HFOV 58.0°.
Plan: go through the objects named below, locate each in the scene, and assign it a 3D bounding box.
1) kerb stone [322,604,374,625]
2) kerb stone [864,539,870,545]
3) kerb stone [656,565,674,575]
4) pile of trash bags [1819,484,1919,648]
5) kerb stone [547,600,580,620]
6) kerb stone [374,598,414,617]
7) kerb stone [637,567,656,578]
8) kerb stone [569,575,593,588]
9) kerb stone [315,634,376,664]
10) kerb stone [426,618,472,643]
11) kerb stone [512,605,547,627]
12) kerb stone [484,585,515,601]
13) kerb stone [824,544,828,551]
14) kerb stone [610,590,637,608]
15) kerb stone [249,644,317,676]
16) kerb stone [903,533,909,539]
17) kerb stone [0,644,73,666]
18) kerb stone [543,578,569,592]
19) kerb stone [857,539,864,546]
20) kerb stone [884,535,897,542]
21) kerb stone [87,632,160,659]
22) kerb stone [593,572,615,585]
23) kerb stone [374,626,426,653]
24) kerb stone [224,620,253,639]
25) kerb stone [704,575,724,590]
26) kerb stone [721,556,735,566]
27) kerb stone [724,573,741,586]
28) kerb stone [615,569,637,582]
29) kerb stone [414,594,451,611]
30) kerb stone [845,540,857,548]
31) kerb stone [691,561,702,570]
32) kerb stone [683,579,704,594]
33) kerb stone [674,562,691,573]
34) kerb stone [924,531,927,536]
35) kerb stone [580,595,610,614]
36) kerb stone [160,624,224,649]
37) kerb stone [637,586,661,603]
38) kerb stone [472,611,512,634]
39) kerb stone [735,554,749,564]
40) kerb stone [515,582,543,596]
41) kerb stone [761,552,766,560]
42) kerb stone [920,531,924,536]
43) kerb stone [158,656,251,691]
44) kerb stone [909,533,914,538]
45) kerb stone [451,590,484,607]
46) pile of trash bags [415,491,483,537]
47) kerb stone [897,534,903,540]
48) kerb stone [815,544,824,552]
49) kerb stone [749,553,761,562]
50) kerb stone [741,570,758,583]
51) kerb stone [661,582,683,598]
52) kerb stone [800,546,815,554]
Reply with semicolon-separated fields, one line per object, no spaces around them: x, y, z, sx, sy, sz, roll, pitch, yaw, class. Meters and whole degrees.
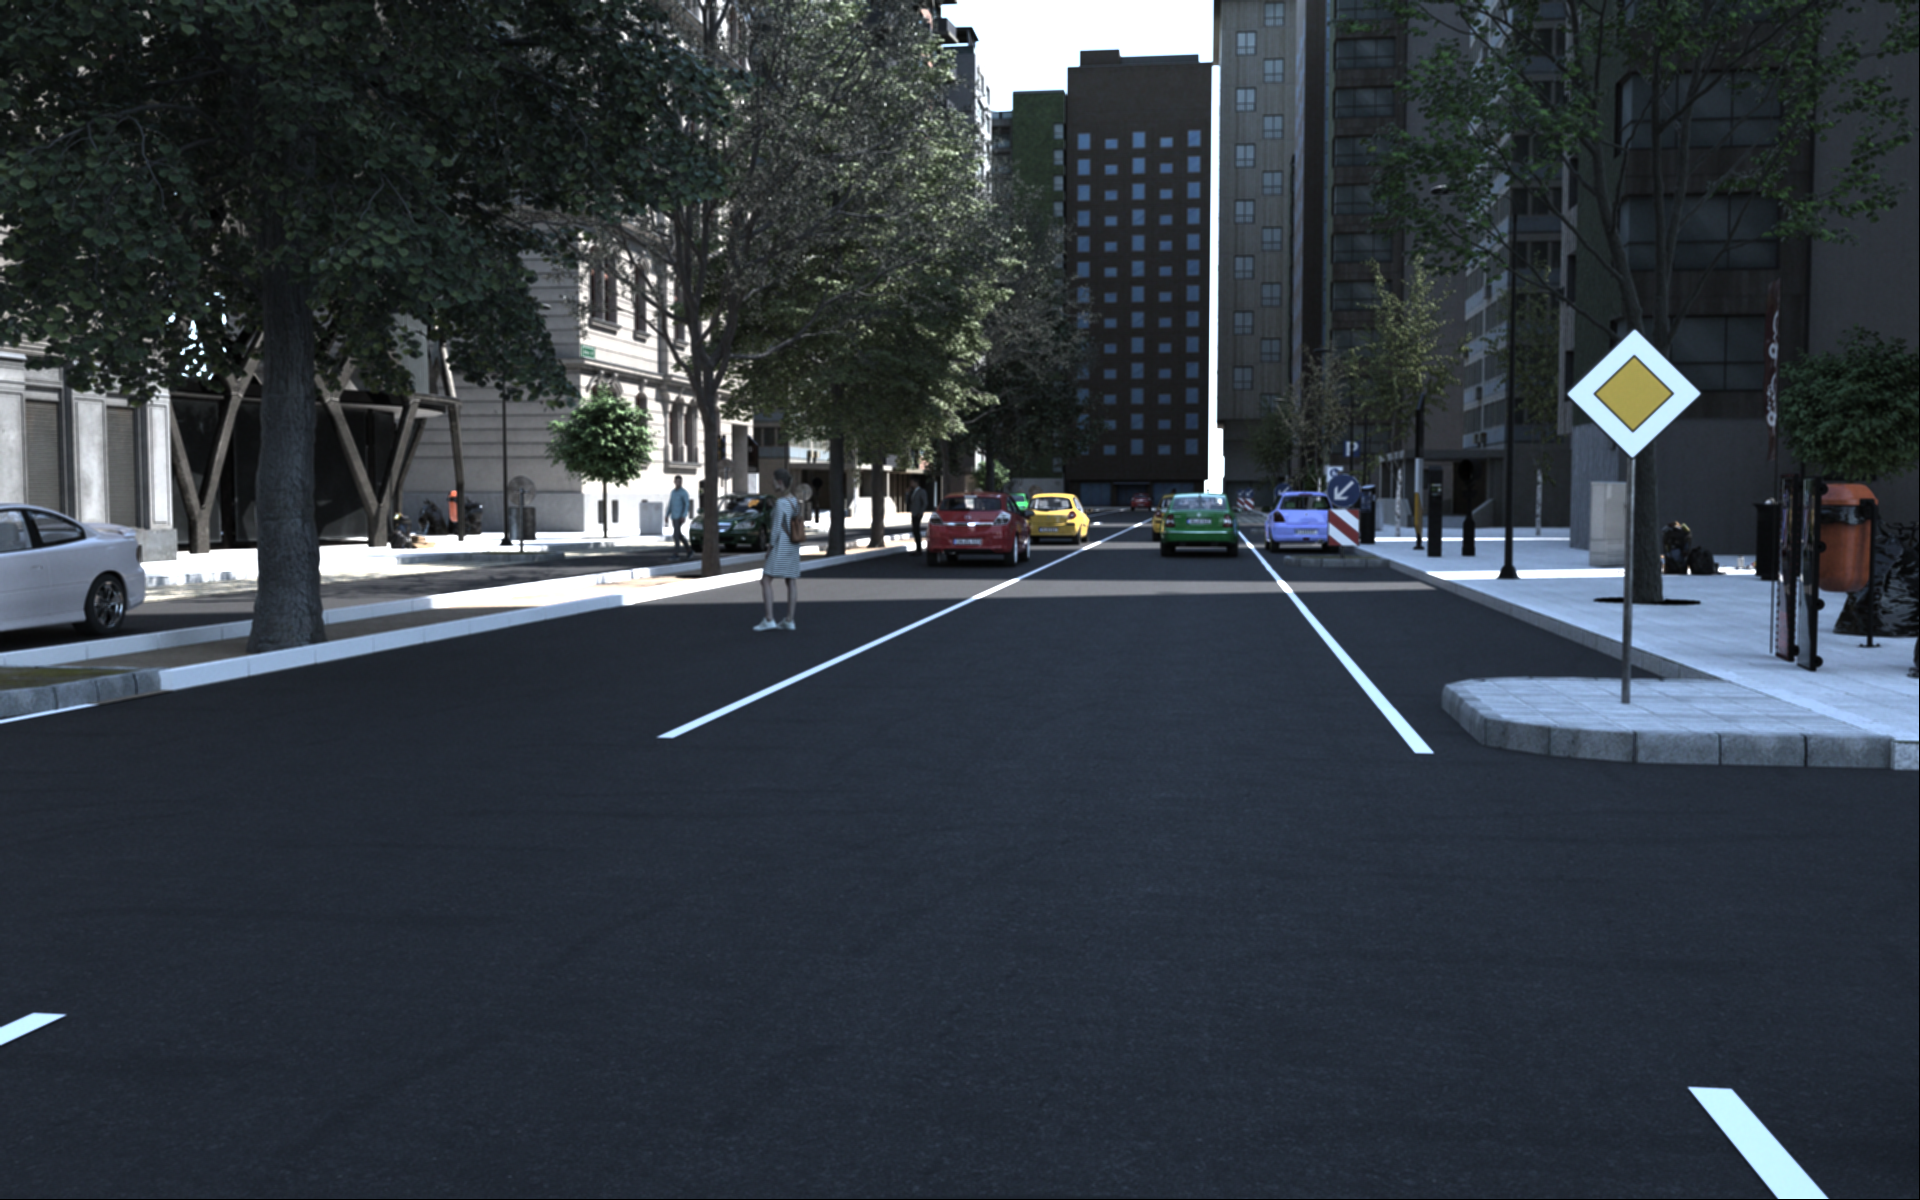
-6.906;0.167;19.463;0.120;0.150;1.000;0;4;8;kerb stone
-2.723;-1.629;48.875;0.120;0.150;1.000;0;4;8;kerb stone
-5.316;-0.514;30.630;0.120;0.150;1.000;0;4;8;kerb stone
8.727;-0.348;15.450;3.447;1.369;1.912;-2;4;-31;pile of trash bags
-4.686;0.124;20.162;0.120;0.150;1.000;0;4;8;kerb stone
-6.766;0.107;20.478;0.120;0.150;1.000;0;4;8;kerb stone
-5.465;-0.453;29.609;0.120;0.150;1.000;0;4;8;kerb stone
-5.904;-0.264;26.563;0.120;0.150;1.000;0;4;8;kerb stone
-5.409;0.434;15.094;0.120;0.150;1.000;0;4;8;kerb stone
-5.121;0.310;17.123;0.120;0.150;1.000;0;4;8;kerb stone
-4.836;0.189;19.148;0.120;0.150;1.000;0;4;8;kerb stone
-6.332;-0.076;23.514;0.120;0.150;1.000;0;4;8;kerb stone
-3.446;-1.322;43.807;0.120;0.150;1.000;0;4;8;kerb stone
-4.399;0.000;22.192;0.120;0.150;1.000;0;4;8;kerb stone
-5.558;0.498;14.083;0.120;0.150;1.000;0;4;8;kerb stone
-1.854;-2.003;54.974;0.120;0.150;1.000;0;4;8;kerb stone
-7.630;0.478;14.382;0.120;0.150;1.000;0;4;8;kerb stone
-6.041;-0.205;25.549;0.120;0.150;1.000;0;4;8;kerb stone
-2.867;-1.570;47.863;0.120;0.150;1.000;0;4;8;kerb stone
-2.150;-1.881;52.949;0.120;0.150;1.000;0;4;8;kerb stone
-7.493;0.416;15.402;0.120;0.150;1.000;0;4;8;kerb stone
-5.756;-0.329;27.574;0.120;0.150;1.000;0;4;8;kerb stone
-5.270;0.372;16.107;0.120;0.150;1.000;0;4;8;kerb stone
-7.196;0.291;17.435;0.120;0.150;1.000;0;4;8;kerb stone
-3.818;-0.248;26.253;0.120;0.150;1.000;0;4;8;kerb stone
-4.743;-0.759;34.680;0.120;0.150;1.000;0;4;8;kerb stone
-3.678;-0.310;27.266;0.120;0.150;1.000;0;4;8;kerb stone
-5.602;-0.391;28.591;0.120;0.150;1.000;0;4;8;kerb stone
-6.621;0.043;21.490;0.120;0.150;1.000;0;4;8;kerb stone
-3.011;-1.508;46.849;0.120;0.150;1.000;0;4;8;kerb stone
-5.033;-0.636;32.655;0.120;0.150;1.000;0;4;8;kerb stone
-3.972;-0.186;25.240;0.120;0.150;1.000;0;4;8;kerb stone
-5.175;-0.572;31.643;0.120;0.150;1.000;0;4;8;kerb stone
-1.269;-2.253;59.025;0.120;0.150;1.000;0;4;8;kerb stone
-4.546;0.062;21.179;0.120;0.150;1.000;0;4;8;kerb stone
-7.342;0.353;16.423;0.120;0.150;1.000;0;4;8;kerb stone
-4.261;-0.062;23.205;0.120;0.150;1.000;0;4;8;kerb stone
-4.974;0.248;18.135;0.120;0.150;1.000;0;4;8;kerb stone
-4.594;-0.825;35.692;0.120;0.150;1.000;0;4;8;kerb stone
-6.192;-0.141;24.530;0.120;0.150;1.000;0;4;8;kerb stone
-4.309;-0.949;37.717;0.120;0.150;1.000;0;4;8;kerb stone
-1.422;-2.186;58.015;0.120;0.150;1.000;0;4;8;kerb stone
-5.702;0.559;13.069;0.120;0.150;1.000;0;4;8;kerb stone
-1.705;-2.063;55.986;0.120;0.150;1.000;0;4;8;kerb stone
-6.476;-0.017;22.502;0.120;0.150;1.000;0;4;8;kerb stone
-15.723;-2.676;53.508;1.912;1.369;3.447;-1;4;-23;pile of trash bags
-1.990;-1.943;53.959;0.120;0.150;1.000;0;4;8;kerb stone
-3.589;-1.258;42.795;0.120;0.150;1.000;0;4;8;kerb stone
-4.456;-0.887;36.705;0.120;0.150;1.000;0;4;8;kerb stone
-3.534;-0.367;28.278;0.120;0.150;1.000;0;4;8;kerb stone
-4.111;-0.124;24.217;0.120;0.150;1.000;0;4;8;kerb stone
-3.732;-1.195;41.777;0.120;0.150;1.000;0;4;8;kerb stone
